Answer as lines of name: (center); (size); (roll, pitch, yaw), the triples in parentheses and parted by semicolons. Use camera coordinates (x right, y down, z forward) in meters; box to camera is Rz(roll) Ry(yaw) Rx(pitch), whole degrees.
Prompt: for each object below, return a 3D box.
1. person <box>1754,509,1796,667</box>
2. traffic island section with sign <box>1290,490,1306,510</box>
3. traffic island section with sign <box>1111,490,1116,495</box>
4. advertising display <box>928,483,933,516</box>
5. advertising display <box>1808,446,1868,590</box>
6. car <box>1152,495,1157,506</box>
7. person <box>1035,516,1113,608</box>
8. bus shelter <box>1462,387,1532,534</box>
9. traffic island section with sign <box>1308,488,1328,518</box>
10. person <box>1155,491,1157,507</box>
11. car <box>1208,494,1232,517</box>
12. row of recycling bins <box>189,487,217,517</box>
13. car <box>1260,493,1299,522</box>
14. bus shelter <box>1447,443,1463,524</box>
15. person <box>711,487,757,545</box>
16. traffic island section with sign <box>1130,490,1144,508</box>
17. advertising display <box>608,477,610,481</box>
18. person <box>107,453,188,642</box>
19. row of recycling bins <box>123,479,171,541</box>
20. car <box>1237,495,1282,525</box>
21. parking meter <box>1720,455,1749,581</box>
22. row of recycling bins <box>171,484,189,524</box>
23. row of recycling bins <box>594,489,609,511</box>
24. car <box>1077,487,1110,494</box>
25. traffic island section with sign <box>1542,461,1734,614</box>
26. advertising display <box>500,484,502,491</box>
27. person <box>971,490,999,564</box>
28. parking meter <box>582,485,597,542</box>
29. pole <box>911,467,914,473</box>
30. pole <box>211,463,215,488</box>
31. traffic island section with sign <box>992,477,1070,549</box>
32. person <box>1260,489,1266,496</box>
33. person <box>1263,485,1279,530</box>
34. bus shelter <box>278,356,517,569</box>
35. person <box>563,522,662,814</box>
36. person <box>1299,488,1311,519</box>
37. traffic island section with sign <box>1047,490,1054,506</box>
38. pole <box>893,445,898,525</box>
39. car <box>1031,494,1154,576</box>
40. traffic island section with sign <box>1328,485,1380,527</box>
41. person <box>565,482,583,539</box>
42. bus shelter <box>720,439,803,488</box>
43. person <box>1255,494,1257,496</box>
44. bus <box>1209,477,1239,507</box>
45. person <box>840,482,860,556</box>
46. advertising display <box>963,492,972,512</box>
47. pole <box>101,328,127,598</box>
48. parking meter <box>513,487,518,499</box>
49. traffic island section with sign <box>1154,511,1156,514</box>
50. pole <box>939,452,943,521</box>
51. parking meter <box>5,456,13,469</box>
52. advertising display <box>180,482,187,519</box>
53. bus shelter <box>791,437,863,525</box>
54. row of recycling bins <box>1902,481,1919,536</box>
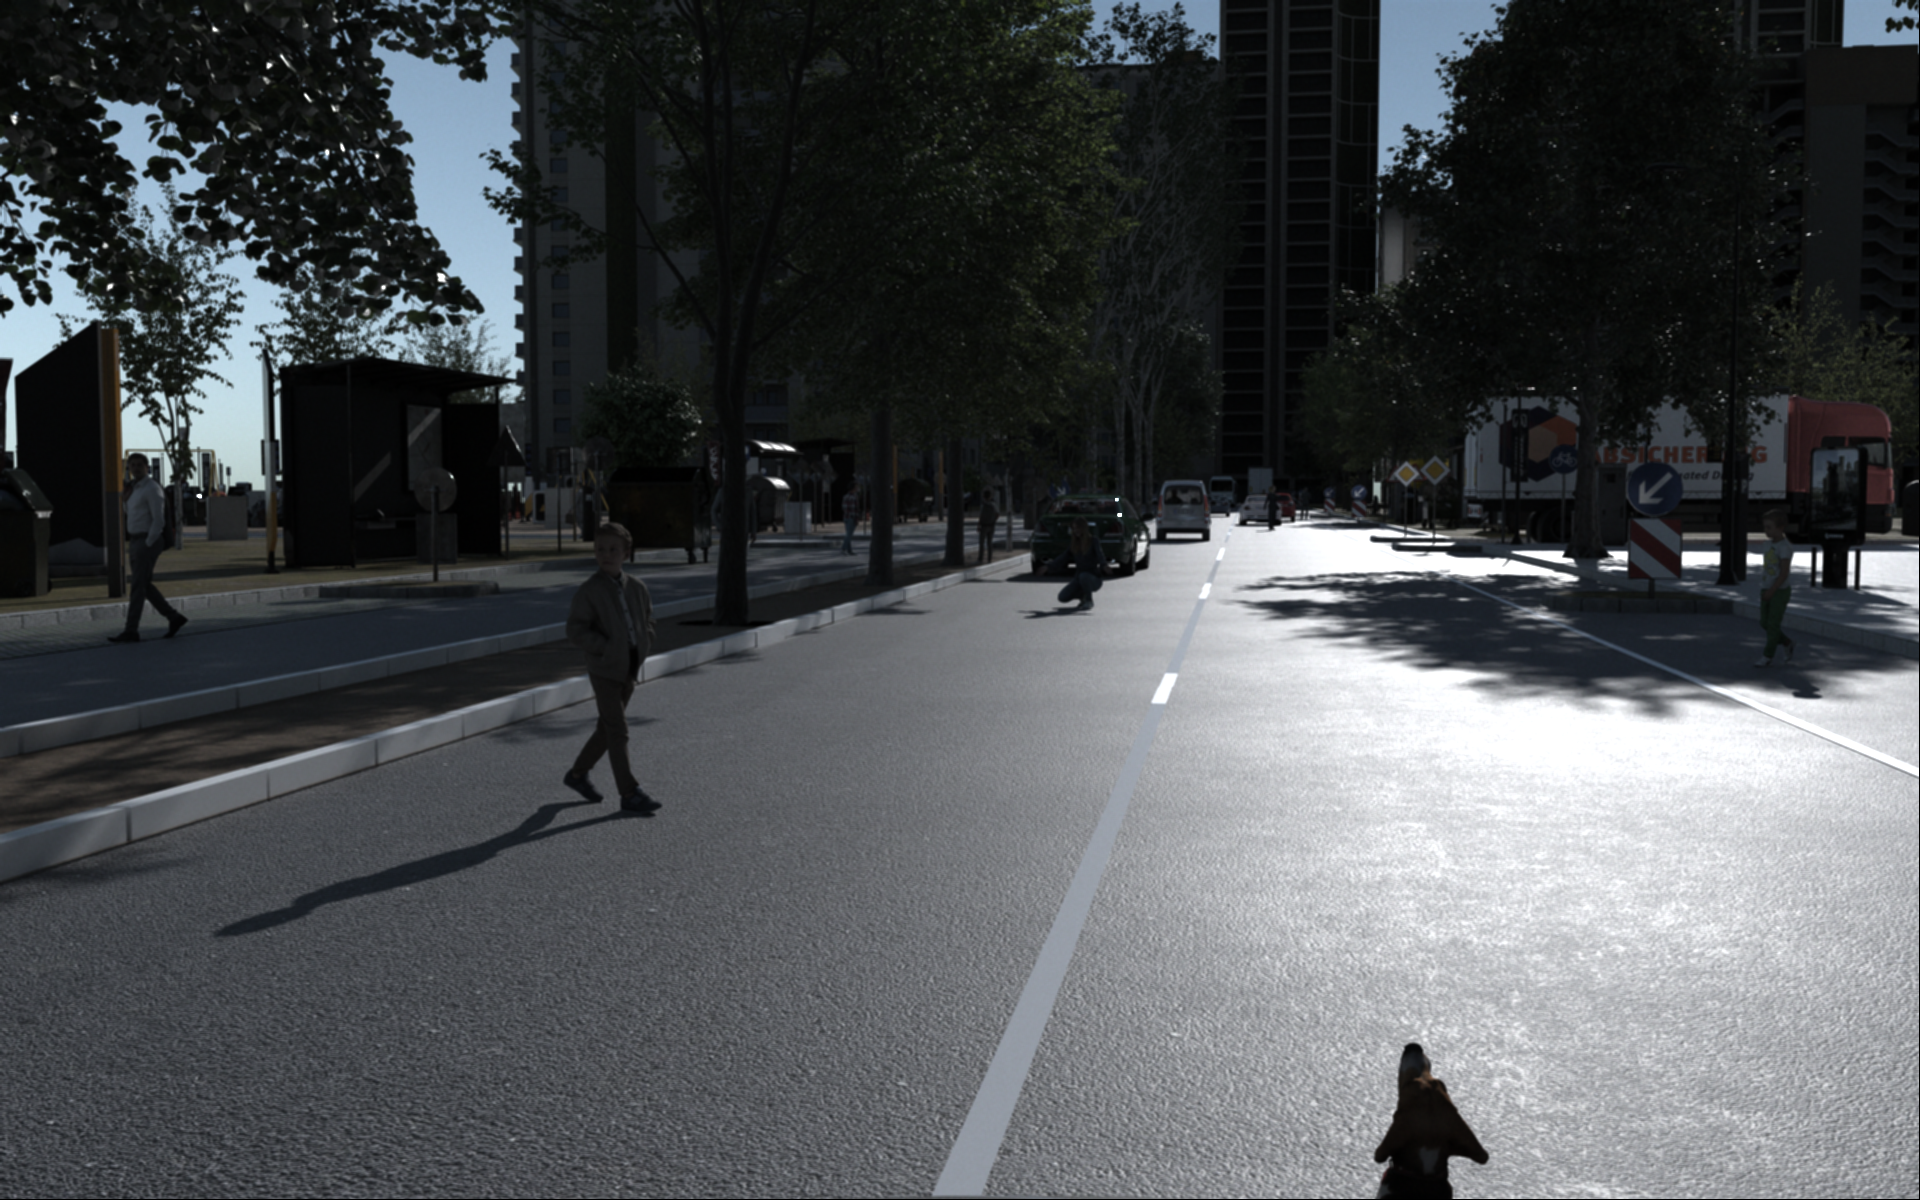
person: (6.830, -0.105, 14.461); (0.590, 1.304, 0.306); (-2, 4, -32)
traffic island section with sign: (30.074, -8.833, 153.046); (1.989, 1.847, 2.006); (1, 4, 9)
traffic island section with sign: (13.899, -8.988, 155.589); (1.989, 1.847, 2.006); (1, 4, 9)
advertising display: (-1.813, -5.896, 101.617); (0.123, 1.923, 0.974); (1, 4, 20)
advertising display: (11.921, -1.122, 23.551); (0.123, 1.923, 0.974); (-1, 4, -12)
car: (20.851, -10.412, 182.600); (2.083, 1.381, 4.827); (1, 4, 9)
person: (1.569, -0.478, 21.815); (1.012, 1.151, 0.738); (3, 5, 39)
bus shelter: (19.041, -5.006, 59.474); (2.179, 5.291, 8.768); (1, 4, 9)
traffic island section with sign: (21.837, -5.774, 103.034); (1.989, 1.847, 2.006); (1, 4, 9)
person: (21.471, -10.987, 188.872); (1.217, 1.736, 0.721); (0, 4, 6)
car: (16.356, -6.029, 110.570); (2.014, 1.417, 4.499); (1, 4, 9)
row of recycling bins: (-42.921, -5.424, 95.798); (3.534, 1.692, 1.069); (-1, 4, -13)
car: (16.468, -4.934, 89.708); (2.155, 1.783, 4.494); (1, 4, 11)
bus shelter: (21.959, -5.864, 73.515); (2.179, 5.291, 8.768); (1, 4, 10)
person: (-3.192, -0.974, 24.532); (0.635, 1.810, 0.391); (-2, 4, -28)
traffic island section with sign: (18.290, -10.615, 182.185); (1.989, 1.847, 2.006); (1, 4, 9)
advertising display: (-11.081, -3.172, 57.074); (0.974, 1.923, 0.123); (-1, 4, -10)
person: (-7.980, -0.510, 16.941); (0.679, 1.850, 0.850); (3, 4, 37)
row of recycling bins: (-22.880, -2.428, 46.813); (1.069, 1.692, 3.534); (0, 4, 5)
car: (14.003, -4.187, 80.815); (2.083, 1.381, 4.827); (0, 4, 8)
parking meter: (11.434, -1.215, 25.573); (0.399, 1.863, 0.255); (-3, 5, -43)
row of recycling bins: (-34.490, -4.014, 72.737); (3.534, 1.692, 1.069); (-2, 4, -28)
row of recycling bins: (-28.336, -7.811, 134.825); (3.534, 1.692, 1.069); (1, 4, 20)
car: (7.545, -5.497, 98.555); (2.281, 1.827, 5.304); (1, 4, 11)
traffic island section with sign: (8.449, -0.806, 21.804); (1.989, 1.847, 2.006); (1, 4, 9)
advertising display: (-28.534, -6.173, 106.142); (0.974, 1.923, 0.123); (1, 4, 13)
person: (0.522, -1.469, 35.107); (0.523, 1.515, 0.503); (2, 4, 29)
parking meter: (-10.005, -2.347, 46.778); (0.372, 1.533, 0.369); (0, 3, 0)
pole: (-3.538, -8.320, 129.870); (0.158, 3.312, 0.155); (0, 3, 0)
pole: (-49.128, -7.345, 113.934); (0.158, 3.312, 0.155); (0, 3, 0)
traffic island section with sign: (1.930, -2.328, 46.205); (2.006, 1.907, 1.989); (1, 4, 9)
person: (25.359, -8.324, 144.602); (1.348, 1.823, 0.705); (1, 4, 14)
person: (12.382, -3.669, 68.908); (0.576, 1.772, 0.534); (-3, 5, -45)
bus shelter: (-10.427, -2.534, 32.715); (1.731, 3.624, 6.357); (1, 4, 9)
person: (-1.582, 0.296, 7.936); (0.640, 1.303, 0.475); (2, 4, 29)
person: (19.520, -5.463, 97.998); (0.661, 1.801, 0.590); (0, 4, 3)
traffic island section with sign: (5.681, -5.937, 105.696); (1.989, 1.847, 2.006); (1, 4, 9)
pole: (-2.706, -4.790, 72.164); (0.158, 3.312, 0.155); (0, 3, 0)
car: (2.459, -1.236, 32.011); (2.131, 1.459, 4.920); (1, 4, 11)
traffic island section with sign: (17.448, -4.147, 76.437); (1.989, 1.847, 2.006); (1, 4, 9)
person: (-11.905, -2.793, 54.292); (0.853, 1.813, 0.709); (1, 4, 18)
bus shelter: (-7.559, -4.360, 65.207); (2.014, 3.302, 5.546); (1, 4, 9)
person: (22.374, -7.306, 131.182); (0.991, 1.433, 0.599); (0, 4, -1)
bus: (28.802, -11.883, 189.147); (2.948, 3.499, 13.247); (1, 4, 10)
person: (-2.574, -1.894, 40.303); (0.643, 1.720, 0.563); (-2, 4, -29)
advertising display: (0.383, -7.289, 124.391); (0.974, 1.923, 0.123); (-2, 4, -28)
pole: (-10.471, -1.687, 21.429); (0.158, 3.312, 0.155); (0, 3, 0)
parking meter: (-33.524, -7.640, 130.629); (0.399, 1.863, 0.255); (0, 4, -8)
traffic island section with sign: (15.354, -7.310, 127.656); (2.006, 1.907, 1.989); (1, 4, 9)
pole: (-0.915, -5.474, 83.337); (0.158, 3.312, 0.155); (0, 3, 0)
parking meter: (-14.195, -1.220, 25.657); (0.399, 1.863, 0.255); (3, 5, 41)
advertising display: (-40.267, -5.178, 89.870); (0.123, 1.923, 0.974); (-1, 4, -11)
bus shelter: (-5.712, -5.119, 74.974); (1.731, 3.624, 6.357); (1, 4, 9)
row of recycling bins: (31.086, -2.837, 53.494); (3.534, 1.692, 1.069); (1, 4, 9)
